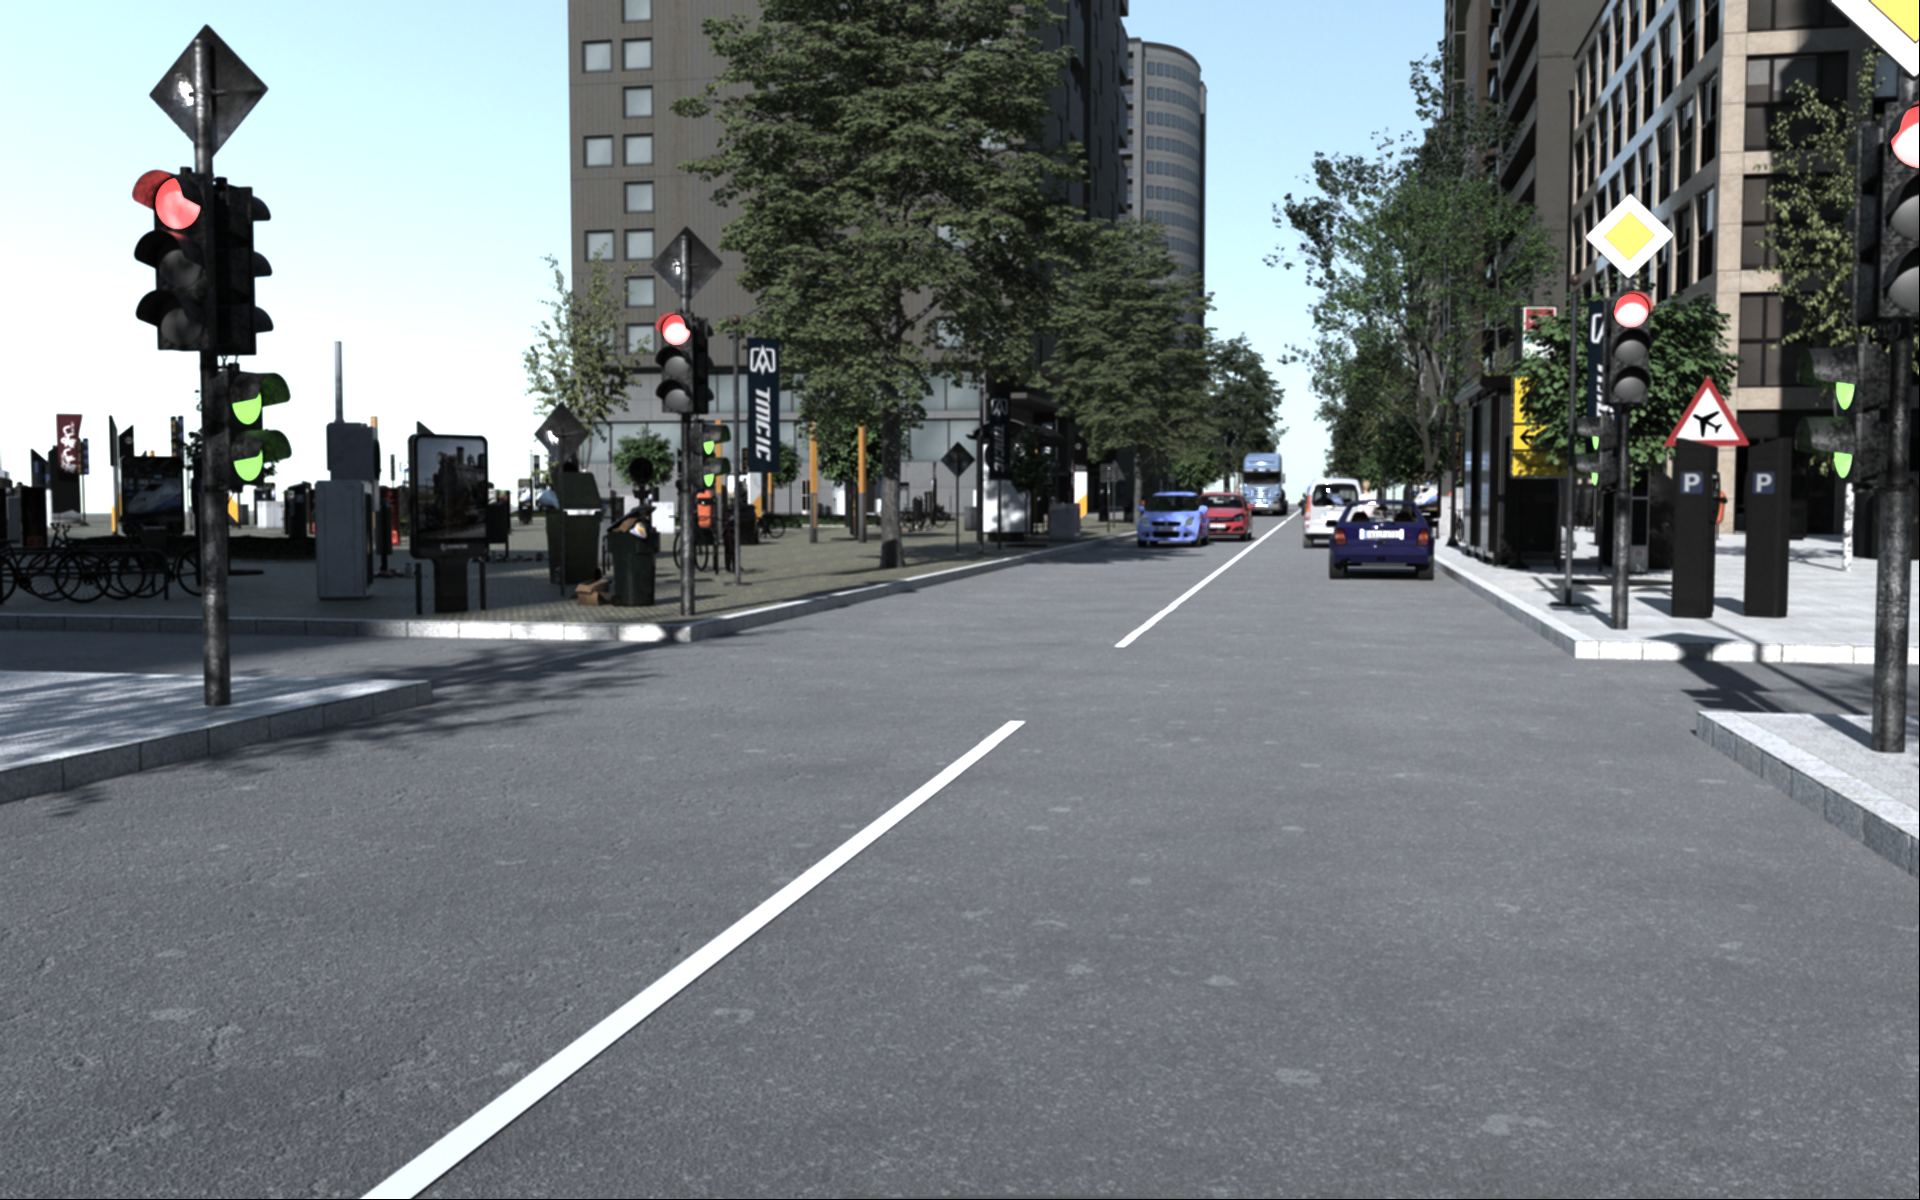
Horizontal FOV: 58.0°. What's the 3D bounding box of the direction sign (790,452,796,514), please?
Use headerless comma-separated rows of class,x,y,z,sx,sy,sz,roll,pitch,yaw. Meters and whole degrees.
direction sign,-9.201,-6.239,94.006,0.876,3.537,0.379,3,5,44

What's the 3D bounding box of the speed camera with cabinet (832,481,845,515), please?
speed camera with cabinet,-6.039,-5.728,87.994,0.660,3.252,2.038,-1,4,-15

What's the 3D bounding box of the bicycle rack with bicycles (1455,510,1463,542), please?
bicycle rack with bicycles,14.357,-2.009,46.228,2.852,0.926,2.925,1,4,12

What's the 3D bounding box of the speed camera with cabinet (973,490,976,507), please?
speed camera with cabinet,1.543,-4.390,66.105,2.038,3.252,0.660,1,4,23

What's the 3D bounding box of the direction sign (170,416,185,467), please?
direction sign,-22.684,-3.564,50.274,0.876,3.537,0.379,3,5,45

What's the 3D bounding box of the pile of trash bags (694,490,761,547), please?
pile of trash bags,-6.064,-2.054,43.340,1.912,1.369,3.447,0,4,2

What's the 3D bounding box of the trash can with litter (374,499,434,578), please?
trash can with litter,-8.984,-0.991,27.265,1.678,1.210,2.233,-1,4,-22

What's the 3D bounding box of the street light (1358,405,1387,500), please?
street light,21.528,-7.180,89.938,1.470,5.913,1.316,1,4,12

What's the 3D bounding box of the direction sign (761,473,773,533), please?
direction sign,-6.400,-3.991,57.255,0.876,3.537,0.379,0,4,0

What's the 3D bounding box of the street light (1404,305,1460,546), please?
street light,11.588,-4.281,42.527,1.470,5.913,1.316,1,4,12

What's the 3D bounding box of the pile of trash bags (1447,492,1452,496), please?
pile of trash bags,23.329,-4.130,77.282,3.447,1.369,1.912,-1,4,-11

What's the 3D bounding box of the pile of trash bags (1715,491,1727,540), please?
pile of trash bags,20.077,-2.423,49.365,3.447,1.369,1.912,3,5,44

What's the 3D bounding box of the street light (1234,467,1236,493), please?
street light,22.936,-10.298,140.912,1.470,5.913,1.316,1,4,12

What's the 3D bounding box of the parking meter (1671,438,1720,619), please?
parking meter,7.623,-0.748,17.936,0.399,1.863,0.255,3,5,42

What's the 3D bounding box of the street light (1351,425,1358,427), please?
street light,27.143,-8.847,117.190,1.470,5.913,1.316,1,4,12

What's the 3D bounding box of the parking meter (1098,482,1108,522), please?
parking meter,6.666,-4.580,80.595,0.399,1.863,0.255,3,5,40

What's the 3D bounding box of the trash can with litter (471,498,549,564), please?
trash can with litter,-8.493,-1.351,33.141,1.678,1.210,2.233,2,4,33

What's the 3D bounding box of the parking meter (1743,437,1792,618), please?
parking meter,8.415,-0.756,18.071,0.255,1.863,0.399,-3,5,-41

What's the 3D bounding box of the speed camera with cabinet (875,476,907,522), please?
speed camera with cabinet,-3.184,-5.189,79.171,0.660,3.252,2.038,2,4,31

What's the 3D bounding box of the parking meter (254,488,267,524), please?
parking meter,-29.665,-3.967,73.263,0.372,1.533,0.369,0,3,0

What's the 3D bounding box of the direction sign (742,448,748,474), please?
direction sign,-10.424,-5.725,85.603,0.379,3.537,0.876,3,5,41

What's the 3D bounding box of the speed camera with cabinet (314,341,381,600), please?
speed camera with cabinet,-7.697,-1.681,21.821,0.660,3.252,2.038,-1,4,-13

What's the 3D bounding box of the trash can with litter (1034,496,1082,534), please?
trash can with litter,2.764,-2.704,55.274,2.233,1.210,1.678,1,4,19

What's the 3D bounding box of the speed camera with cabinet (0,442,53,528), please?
speed camera with cabinet,-35.620,-4.365,65.710,2.038,3.252,0.660,-2,4,-29

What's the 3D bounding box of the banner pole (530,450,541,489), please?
banner pole,-23.950,-6.576,97.542,0.401,3.779,0.863,2,4,34

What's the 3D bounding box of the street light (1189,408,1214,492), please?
street light,12.930,-7.384,93.263,1.470,5.913,1.316,1,4,12

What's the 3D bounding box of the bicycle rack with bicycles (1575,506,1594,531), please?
bicycle rack with bicycles,22.348,-2.862,60.183,2.925,0.926,2.852,-3,5,-39

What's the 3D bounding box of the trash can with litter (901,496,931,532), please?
trash can with litter,-1.757,-2.956,59.389,1.678,1.210,2.233,2,4,33

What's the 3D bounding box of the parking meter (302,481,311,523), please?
parking meter,-28.535,-4.284,75.749,0.399,1.863,0.255,-1,4,-13

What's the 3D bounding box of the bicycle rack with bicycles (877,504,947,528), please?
bicycle rack with bicycles,-1.922,-3.219,66.017,2.925,0.926,2.852,-1,4,-13

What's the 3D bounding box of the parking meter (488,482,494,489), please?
parking meter,-22.692,-4.770,83.700,0.255,1.863,0.399,-3,5,-40

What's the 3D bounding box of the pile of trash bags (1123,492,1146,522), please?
pile of trash bags,8.503,-4.319,80.361,1.912,1.369,3.447,0,3,0

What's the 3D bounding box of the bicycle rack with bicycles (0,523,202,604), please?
bicycle rack with bicycles,-10.625,-0.483,21.287,2.925,0.926,2.852,-2,4,-28

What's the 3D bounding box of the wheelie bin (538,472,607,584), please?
wheelie bin,-5.582,-1.035,24.833,0.980,1.594,0.693,-2,4,-35

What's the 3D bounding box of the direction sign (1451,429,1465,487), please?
direction sign,17.415,-4.159,59.995,0.876,3.537,0.379,3,5,40

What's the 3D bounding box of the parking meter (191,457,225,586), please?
parking meter,-10.540,-1.137,24.298,0.399,1.863,0.255,0,4,-6

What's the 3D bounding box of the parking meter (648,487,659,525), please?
parking meter,-10.701,-3.187,60.512,0.372,1.533,0.369,0,3,0

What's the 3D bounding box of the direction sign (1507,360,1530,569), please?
direction sign,9.594,-2.303,29.645,0.379,3.537,0.876,2,4,29

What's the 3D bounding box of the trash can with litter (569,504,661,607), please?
trash can with litter,-3.977,-0.519,19.877,1.055,1.170,0.624,1,4,15

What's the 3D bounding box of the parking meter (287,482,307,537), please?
parking meter,-14.314,-1.774,37.413,0.372,1.533,0.369,0,3,0

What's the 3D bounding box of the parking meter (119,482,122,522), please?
parking meter,-37.929,-4.439,78.284,0.399,1.863,0.255,1,4,16

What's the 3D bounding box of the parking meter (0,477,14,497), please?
parking meter,-32.822,-3.300,59.672,0.399,1.863,0.255,-3,5,-41

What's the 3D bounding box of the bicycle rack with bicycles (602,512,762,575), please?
bicycle rack with bicycles,-4.779,-0.923,28.471,2.852,0.926,2.925,0,4,-8

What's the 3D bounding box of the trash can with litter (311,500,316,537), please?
trash can with litter,-15.202,-1.879,42.110,1.055,1.170,0.624,1,4,11

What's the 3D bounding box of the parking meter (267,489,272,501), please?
parking meter,-31.838,-4.355,79.622,0.372,1.533,0.369,0,3,0

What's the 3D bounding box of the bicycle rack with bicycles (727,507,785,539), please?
bicycle rack with bicycles,-6.504,-2.247,50.121,2.925,0.926,2.852,-1,4,-18

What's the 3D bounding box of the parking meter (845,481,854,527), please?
parking meter,-4.290,-3.764,67.257,0.255,1.863,0.399,1,4,19

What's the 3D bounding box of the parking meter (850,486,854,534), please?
parking meter,-3.318,-2.858,55.135,0.372,1.533,0.369,0,3,0
